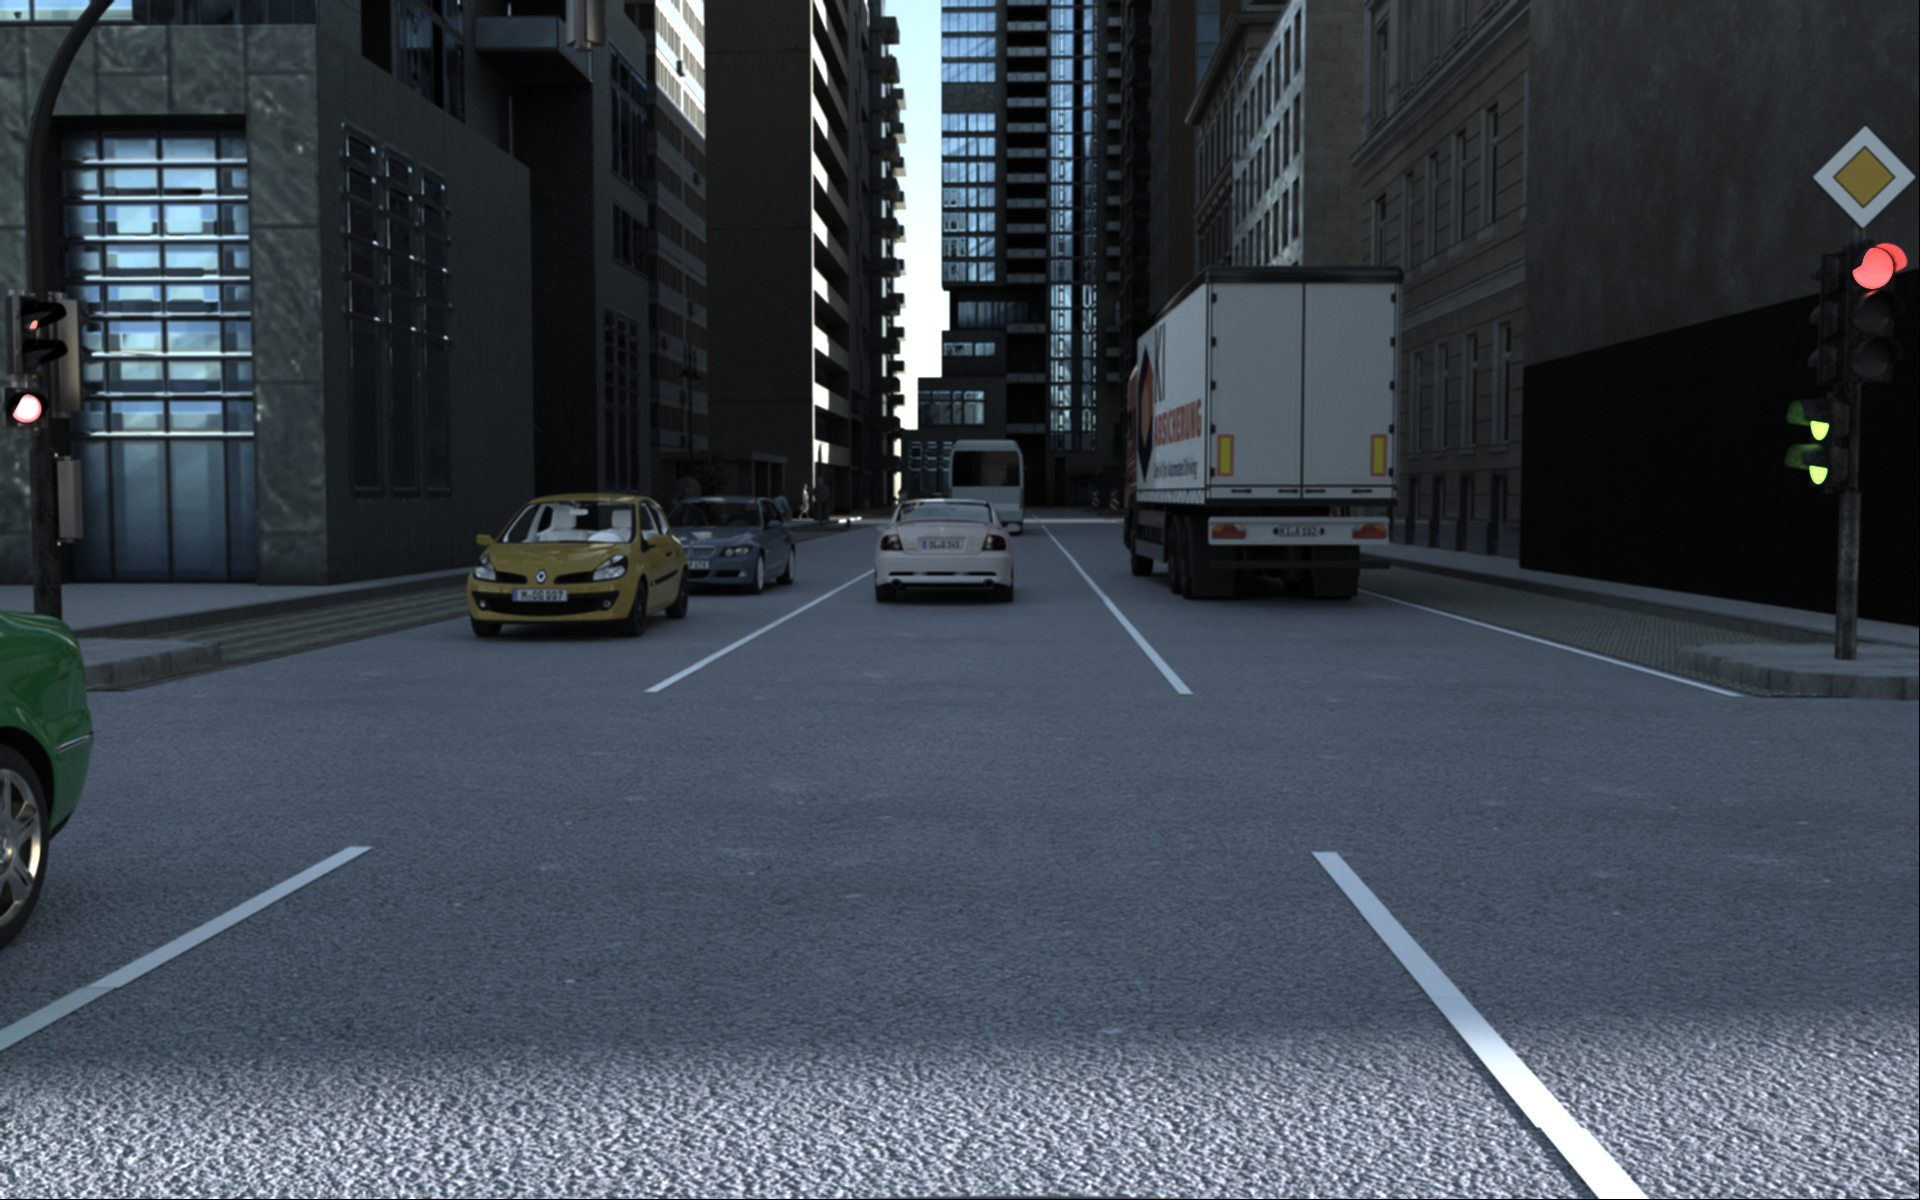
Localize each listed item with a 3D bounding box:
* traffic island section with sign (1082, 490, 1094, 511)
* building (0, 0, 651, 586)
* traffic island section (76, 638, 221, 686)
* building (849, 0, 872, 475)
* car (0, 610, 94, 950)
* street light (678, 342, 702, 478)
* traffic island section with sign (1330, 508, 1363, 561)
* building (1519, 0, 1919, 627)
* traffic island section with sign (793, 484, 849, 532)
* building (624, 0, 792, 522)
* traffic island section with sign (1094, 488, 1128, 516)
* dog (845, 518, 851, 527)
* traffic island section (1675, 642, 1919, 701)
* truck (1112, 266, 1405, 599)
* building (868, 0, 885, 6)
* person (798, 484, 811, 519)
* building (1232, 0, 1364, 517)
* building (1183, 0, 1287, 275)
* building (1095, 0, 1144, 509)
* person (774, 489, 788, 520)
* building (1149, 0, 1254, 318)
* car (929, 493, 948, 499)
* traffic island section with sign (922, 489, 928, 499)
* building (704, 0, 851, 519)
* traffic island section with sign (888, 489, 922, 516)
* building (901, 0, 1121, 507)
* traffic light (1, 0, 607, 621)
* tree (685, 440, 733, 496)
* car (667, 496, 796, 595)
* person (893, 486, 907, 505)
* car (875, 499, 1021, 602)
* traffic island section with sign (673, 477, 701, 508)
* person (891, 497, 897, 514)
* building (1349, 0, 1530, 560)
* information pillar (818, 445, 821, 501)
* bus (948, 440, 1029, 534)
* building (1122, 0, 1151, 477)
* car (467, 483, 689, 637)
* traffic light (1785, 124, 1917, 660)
[{"bbox_3d":[11.039,-8.210,142.857,1.989,1.847,2.006,0,4,2],"label":"traffic island section with sign"},{"bbox_3d":[-19.484,-44.324,37.365,22.319,86.520,31.000,0,4,2],"label":"building"},{"bbox_3d":[-7.335,0.512,13.913,2.009,0.180,2.903,0,4,2],"label":"traffic island section"},{"bbox_3d":[-20.784,-32.722,124.238,28.713,52.752,27.495,0,4,2],"label":"building"},{"bbox_3d":[-3.866,0.293,4.004,1.959,1.807,4.718,0,3,0],"label":"car"},{"bbox_3d":[-8.192,-4.888,52.710,0.468,5.910,1.993,0,4,2],"label":"street light"},{"bbox_3d":[7.693,-1.799,38.041,1.989,1.847,2.006,0,4,2],"label":"traffic island section with sign"},{"bbox_3d":[17.740,-9.375,20.729,16.811,18.784,16.820,0,4,2],"label":"building"},{"bbox_3d":[-5.321,-3.555,66.753,1.989,1.847,2.006,0,4,2],"label":"traffic island section with sign"},{"bbox_3d":[-24.399,-23.469,75.606,32.217,40.220,23.993,0,4,2],"label":"building"},{"bbox_3d":[10.178,-6.562,115.916,1.989,1.847,2.006,0,4,2],"label":"traffic island section with sign"},{"bbox_3d":[-4.847,-3.286,73.923,0.550,0.427,0.748,3,5,41],"label":"dog"},{"bbox_3d":[6.899,0.540,13.455,2.009,0.180,2.903,0,4,2],"label":"traffic island section"},{"bbox_3d":[4.191,-2.322,26.885,2.839,4.237,11.283,0,4,0],"label":"truck"},{"bbox_3d":[-20.812,-32.637,153.229,30.456,49.044,23.786,0,4,2],"label":"building"},{"bbox_3d":[-8.012,-5.056,89.068,0.624,1.780,0.694,0,4,5],"label":"person"},{"bbox_3d":[15.539,-12.496,59.063,10.420,20.320,16.860,0,4,2],"label":"building"},{"bbox_3d":[16.469,-15.224,77.788,11.050,23.489,19.941,0,4,2],"label":"building"},{"bbox_3d":[22.782,-43.682,152.447,20.563,71.187,20.611,0,4,2],"label":"building"},{"bbox_3d":[-5.964,-2.903,57.774,0.589,1.601,0.330,3,4,36],"label":"person"},{"bbox_3d":[19.250,-27.953,107.140,14.600,45.320,14.200,0,4,2],"label":"building"},{"bbox_3d":[-1.383,-6.771,119.738,2.155,1.783,4.494,0,4,3],"label":"car"},{"bbox_3d":[-2.905,-8.197,142.642,1.989,1.847,2.006,0,4,2],"label":"traffic island section with sign"},{"bbox_3d":[-17.949,-29.100,99.486,21.300,48.544,21.600,0,4,2],"label":"building"},{"bbox_3d":[-3.759,-6.549,115.700,1.989,1.847,2.006,0,4,2],"label":"traffic island section with sign"},{"bbox_3d":[9.944,-53.109,180.997,31.000,86.520,22.319,0,4,2],"label":"building"},{"bbox_3d":[-5.201,-2.390,13.746,4.771,5.953,1.251,0,4,2],"label":"traffic light"},{"bbox_3d":[-8.635,-4.068,61.120,1.663,3.219,1.824,0,3,0],"label":"tree"},{"bbox_3d":[-3.605,-0.873,26.275,2.014,1.417,4.499,0,4,4],"label":"car"},{"bbox_3d":[-2.460,-3.834,71.750,0.480,1.755,0.524,3,5,45],"label":"person"},{"bbox_3d":[-0.179,-0.738,24.428,2.083,1.381,4.827,0,4,1],"label":"car"},{"bbox_3d":[-6.198,-1.864,39.104,1.989,1.847,2.006,0,4,2],"label":"traffic island section with sign"},{"bbox_3d":[-3.053,-4.184,81.183,0.394,1.301,0.425,-1,4,-22],"label":"person"},{"bbox_3d":[17.347,-15.515,39.578,13.634,28.700,20.117,0,4,2],"label":"building"},{"bbox_3d":[-6.651,-5.554,82.163,0.183,3.616,0.504,-1,4,-13],"label":"information pillar"},{"bbox_3d":[1.131,-4.323,65.533,2.948,3.499,13.247,0,4,2],"label":"bus"},{"bbox_3d":[23.721,-28.984,128.518,22.147,44.769,28.867,0,4,2],"label":"building"},{"bbox_3d":[-4.028,-0.513,18.617,2.015,1.641,3.980,0,4,0],"label":"car"},{"bbox_3d":[6.860,-1.494,13.343,0.839,4.253,0.868,0,4,2],"label":"traffic light"}]
